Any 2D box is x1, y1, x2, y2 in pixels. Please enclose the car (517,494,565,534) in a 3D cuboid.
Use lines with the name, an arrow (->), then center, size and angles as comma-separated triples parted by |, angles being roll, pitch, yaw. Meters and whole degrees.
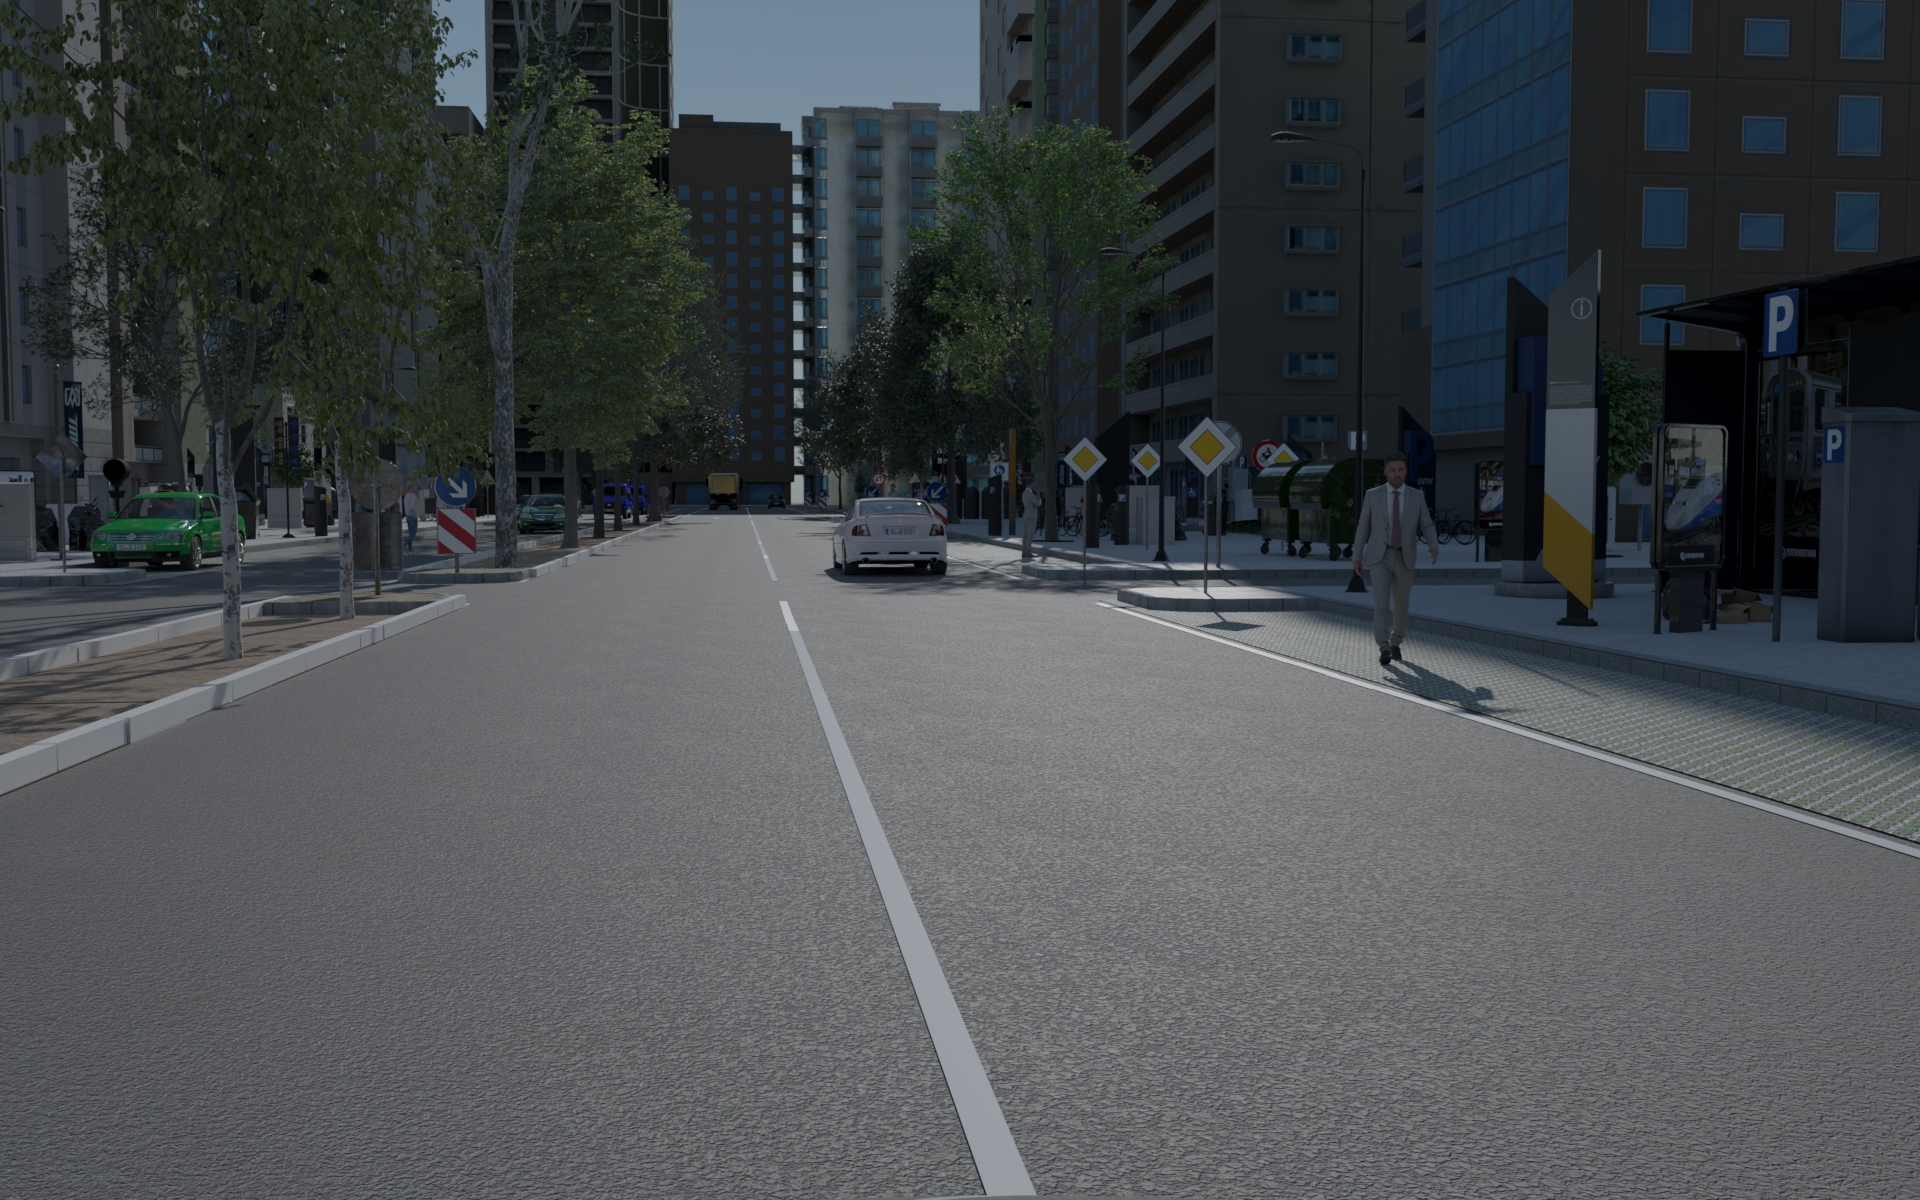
car -> -15.237, -3.200, 64.112 | 2.131, 1.459, 4.920 | -1, 4, -9

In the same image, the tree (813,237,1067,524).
tree -> -0.373, -9.649, 74.775 | 9.611, 12.733, 9.660 | 0, 3, 0

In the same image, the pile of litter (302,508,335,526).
pile of litter -> -26.006, -3.424, 69.947 | 1.176, 0.858, 1.719 | 3, 5, 41

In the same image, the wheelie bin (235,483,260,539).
wheelie bin -> -20.284, -2.526, 49.201 | 0.693, 1.594, 0.980 | -1, 4, -13

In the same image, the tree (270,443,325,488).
tree -> -38.230, -7.072, 99.348 | 4.285, 4.588, 4.351 | 0, 3, 0

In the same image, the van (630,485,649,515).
van -> -22.633, -7.049, 119.630 | 2.240, 2.365, 5.245 | 0, 4, -7

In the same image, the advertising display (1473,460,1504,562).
advertising display -> 10.104, -1.685, 32.769 | 0.974, 1.923, 0.123 | -2, 4, -31

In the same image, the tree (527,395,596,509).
tree -> -32.613, -13.135, 149.166 | 8.767, 10.594, 7.601 | -2, 4, -31

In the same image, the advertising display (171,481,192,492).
advertising display -> -38.700, -4.949, 86.126 | 0.974, 1.923, 0.123 | 0, 4, -4

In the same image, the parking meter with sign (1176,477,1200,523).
parking meter with sign -> 10.247, -4.944, 77.101 | 1.738, 3.016, 0.543 | -1, 4, -20

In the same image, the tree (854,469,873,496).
tree -> -7.566, -8.310, 130.463 | 1.663, 3.219, 1.824 | 0, 3, 0

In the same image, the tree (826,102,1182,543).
tree -> 2.365, -7.366, 46.188 | 9.928, 11.665, 9.643 | 0, 3, 0

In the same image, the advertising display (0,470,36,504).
advertising display -> -25.466, -2.539, 46.720 | 0.974, 1.923, 0.123 | -2, 4, -34

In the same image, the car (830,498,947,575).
car -> -1.341, -1.208, 32.114 | 2.083, 1.381, 4.827 | 0, 4, -8

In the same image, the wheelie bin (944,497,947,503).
wheelie bin -> -0.593, -5.091, 91.139 | 0.980, 1.594, 0.693 | -1, 4, -16

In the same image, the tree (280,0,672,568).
tree -> -10.012, -10.701, 33.310 | 12.611, 20.169, 13.585 | 0, 3, 0

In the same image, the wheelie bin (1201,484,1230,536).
wheelie bin -> 7.901, -2.791, 53.540 | 0.693, 1.594, 0.980 | -2, 4, -27

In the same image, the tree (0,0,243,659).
tree -> -6.227, -3.773, 14.514 | 4.737, 8.622, 4.395 | 0, 3, 0

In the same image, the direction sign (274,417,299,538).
direction sign -> -19.794, -3.606, 50.956 | 0.876, 3.537, 0.379 | 1, 4, 22

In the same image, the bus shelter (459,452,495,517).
bus shelter -> -27.501, -6.639, 99.825 | 1.731, 3.624, 6.357 | 0, 4, -7

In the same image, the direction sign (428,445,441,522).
direction sign -> -23.993, -5.350, 79.469 | 0.379, 3.537, 0.876 | 3, 5, 43

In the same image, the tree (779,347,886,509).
tree -> -10.198, -14.366, 145.248 | 12.009, 13.543, 11.850 | 0, 3, 0

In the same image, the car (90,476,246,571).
car -> -15.228, -1.509, 33.465 | 1.959, 1.807, 4.718 | 0, 4, -7

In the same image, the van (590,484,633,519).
van -> -20.033, -5.843, 99.919 | 2.240, 2.365, 5.245 | 0, 4, -7

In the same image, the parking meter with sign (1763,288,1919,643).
parking meter with sign -> 7.920, -1.147, 15.015 | 1.738, 3.016, 0.543 | 0, 4, -3

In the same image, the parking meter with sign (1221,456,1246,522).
parking meter with sign -> 12.239, -5.095, 79.562 | 1.738, 3.016, 0.543 | -1, 4, -18

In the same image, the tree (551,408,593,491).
tree -> -30.673, -11.510, 138.544 | 4.360, 8.622, 3.978 | 0, 3, 0

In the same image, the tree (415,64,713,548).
tree -> -10.489, -7.671, 46.011 | 7.486, 12.596, 7.792 | 0, 3, 0

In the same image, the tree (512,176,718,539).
tree -> -11.500, -7.775, 55.328 | 9.928, 11.665, 9.643 | 0, 3, 0

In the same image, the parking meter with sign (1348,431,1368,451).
parking meter with sign -> 11.295, -3.190, 48.412 | 0.543, 3.016, 1.738 | 2, 4, 26

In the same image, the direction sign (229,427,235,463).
direction sign -> -24.611, -4.068, 58.507 | 0.379, 3.537, 0.876 | -3, 4, -36

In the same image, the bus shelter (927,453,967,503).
bus shelter -> -0.763, -6.752, 101.685 | 1.731, 3.624, 6.357 | 0, 4, -7

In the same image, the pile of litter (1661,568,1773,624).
pile of litter -> 7.852, -0.235, 17.804 | 1.719, 0.858, 1.176 | -3, 4, -39

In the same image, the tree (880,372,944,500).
tree -> -2.055, -8.402, 87.738 | 4.737, 8.622, 4.395 | 0, 3, 0

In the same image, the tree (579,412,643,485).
tree -> -35.957, -16.674, 179.268 | 9.857, 13.997, 8.962 | 0, 3, 0

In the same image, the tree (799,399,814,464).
tree -> -5.361, -12.061, 114.208 | 9.611, 12.733, 9.660 | 0, 3, 0

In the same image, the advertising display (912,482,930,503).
advertising display -> -2.054, -5.287, 91.655 | 0.974, 1.923, 0.123 | -2, 4, -23

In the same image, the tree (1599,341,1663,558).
tree -> 12.939, -3.162, 35.406 | 4.285, 4.588, 4.351 | 0, 3, 0

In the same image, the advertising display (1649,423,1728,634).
advertising display -> 6.754, -0.663, 16.058 | 0.974, 1.923, 0.123 | -2, 4, -33

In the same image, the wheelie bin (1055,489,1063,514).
wheelie bin -> 5.924, -5.929, 104.840 | 0.693, 1.594, 0.980 | 2, 4, 26

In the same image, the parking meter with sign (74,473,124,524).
parking meter with sign -> -30.763, -4.019, 61.978 | 1.738, 3.016, 0.543 | -1, 4, -11

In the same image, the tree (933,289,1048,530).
tree -> 1.263, -6.790, 61.373 | 4.360, 8.622, 3.978 | 0, 3, 0

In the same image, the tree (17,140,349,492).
tree -> -19.880, -6.723, 44.332 | 8.767, 10.594, 7.601 | -1, 4, -13

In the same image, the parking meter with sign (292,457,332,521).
parking meter with sign -> -30.806, -5.271, 82.435 | 0.543, 3.016, 1.738 | 3, 5, 40

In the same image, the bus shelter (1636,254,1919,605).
bus shelter -> 9.962, -1.727, 19.514 | 1.731, 3.624, 6.357 | 0, 4, -7

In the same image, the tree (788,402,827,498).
tree -> -14.360, -15.594, 180.713 | 9.928, 11.665, 9.643 | 0, 3, 0

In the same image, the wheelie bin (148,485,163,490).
wheelie bin -> -28.624, -3.279, 61.518 | 0.693, 1.594, 0.980 | 1, 4, 12

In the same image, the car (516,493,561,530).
car -> -16.987, -3.649, 69.448 | 2.009, 1.686, 4.222 | -1, 4, -8

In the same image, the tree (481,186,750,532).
tree -> -13.128, -9.381, 66.201 | 12.009, 13.543, 11.850 | 0, 3, 0

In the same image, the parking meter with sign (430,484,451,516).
parking meter with sign -> -30.650, -6.432, 101.419 | 1.738, 3.016, 0.543 | -3, 5, -40

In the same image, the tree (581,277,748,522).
tree -> -15.761, -10.372, 89.053 | 9.611, 12.733, 9.660 | 0, 3, 0

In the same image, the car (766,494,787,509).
car -> -17.994, -9.792, 169.882 | 2.009, 1.686, 4.222 | 0, 4, -7
